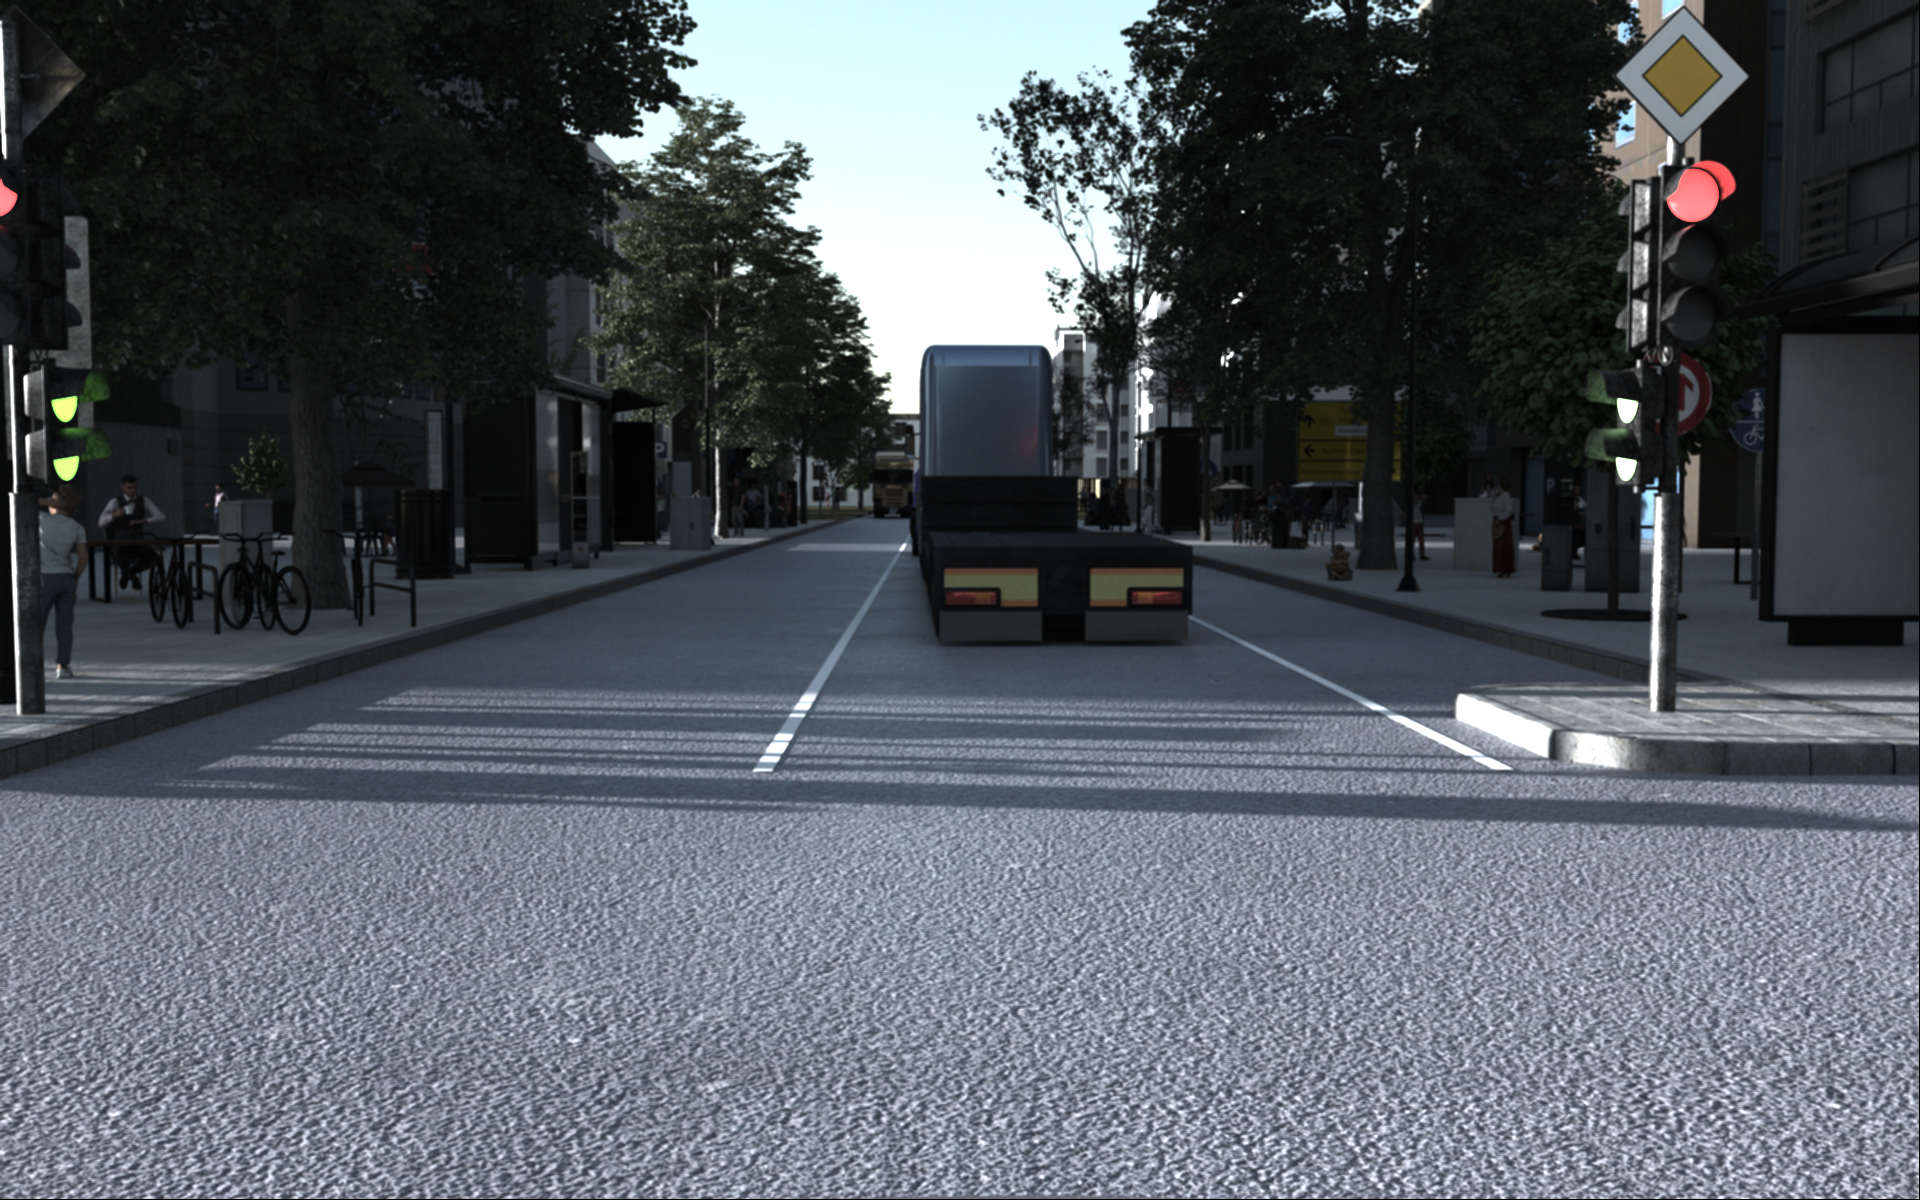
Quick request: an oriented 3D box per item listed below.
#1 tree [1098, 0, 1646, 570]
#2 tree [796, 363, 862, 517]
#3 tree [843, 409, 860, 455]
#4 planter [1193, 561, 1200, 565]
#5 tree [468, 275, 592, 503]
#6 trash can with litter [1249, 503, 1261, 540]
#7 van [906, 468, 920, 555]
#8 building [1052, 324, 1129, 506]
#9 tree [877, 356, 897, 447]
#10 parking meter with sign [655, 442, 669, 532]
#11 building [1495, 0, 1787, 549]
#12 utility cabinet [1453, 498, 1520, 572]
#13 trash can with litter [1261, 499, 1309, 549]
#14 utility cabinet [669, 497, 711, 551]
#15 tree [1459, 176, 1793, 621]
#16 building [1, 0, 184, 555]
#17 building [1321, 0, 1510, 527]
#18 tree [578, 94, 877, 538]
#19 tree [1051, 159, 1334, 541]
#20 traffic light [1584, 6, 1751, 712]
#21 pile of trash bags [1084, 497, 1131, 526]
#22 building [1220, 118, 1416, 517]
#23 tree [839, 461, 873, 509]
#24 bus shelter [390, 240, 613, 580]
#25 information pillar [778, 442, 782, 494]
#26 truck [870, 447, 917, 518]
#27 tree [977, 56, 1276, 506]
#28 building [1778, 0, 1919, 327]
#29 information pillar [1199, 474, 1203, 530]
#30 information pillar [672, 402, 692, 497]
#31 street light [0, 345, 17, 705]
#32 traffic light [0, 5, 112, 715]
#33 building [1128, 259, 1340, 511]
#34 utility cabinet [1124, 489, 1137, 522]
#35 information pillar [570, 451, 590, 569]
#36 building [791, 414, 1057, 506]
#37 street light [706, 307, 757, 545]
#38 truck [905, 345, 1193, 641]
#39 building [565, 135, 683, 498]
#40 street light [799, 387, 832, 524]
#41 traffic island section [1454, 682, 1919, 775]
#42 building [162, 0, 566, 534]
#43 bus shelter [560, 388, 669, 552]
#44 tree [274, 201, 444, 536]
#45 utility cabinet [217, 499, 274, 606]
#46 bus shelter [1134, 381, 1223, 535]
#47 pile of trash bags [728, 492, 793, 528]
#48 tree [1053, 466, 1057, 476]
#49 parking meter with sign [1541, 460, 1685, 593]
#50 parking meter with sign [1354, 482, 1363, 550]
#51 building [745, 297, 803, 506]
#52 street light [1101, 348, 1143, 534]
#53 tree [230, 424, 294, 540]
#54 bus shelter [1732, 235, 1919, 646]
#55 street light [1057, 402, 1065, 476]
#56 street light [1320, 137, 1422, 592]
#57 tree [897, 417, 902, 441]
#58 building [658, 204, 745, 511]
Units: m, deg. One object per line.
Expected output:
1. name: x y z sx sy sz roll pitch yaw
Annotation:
1. tree: 7.241 -7.498 29.255 9.857 13.997 8.962 0 3 0
2. tree: -7.126 -8.877 95.501 4.737 8.622 4.395 0 3 0
3. tree: -8.131 -9.387 103.846 4.360 8.622 3.978 0 3 0
4. planter: 3.837 -0.896 35.788 1.991 0.319 1.994 0 4 -1
5. tree: -14.807 -6.647 59.048 4.737 8.622 4.395 0 3 0
6. trash can with litter: 8.436 -2.271 48.511 0.624 1.170 1.055 -1 4 -19
7. van: -0.222 -2.311 42.177 2.240 2.365 5.245 0 4 -1
8. building: 16.126 -20.281 188.006 11.380 20.091 16.016 0 4 -1
9. tree: -7.110 -10.073 82.821 7.486 12.596 7.792 0 3 0
10. parking meter with sign: -10.151 -3.825 58.803 0.543 3.016 1.738 0 4 -5
11. building: 23.745 -24.213 45.995 14.600 45.320 14.200 0 4 -1
12. utility cabinet: 8.803 -1.088 28.955 1.020 1.237 0.306 3 4 38
13. trash can with litter: 7.762 -1.795 40.732 0.624 1.170 1.055 -3 5 -40
14. utility cabinet: -6.172 -1.739 39.588 1.020 1.237 0.306 2 4 34
15. tree: 6.930 -2.098 18.018 4.285 4.588 4.351 0 3 0
16. building: -25.930 -16.077 34.564 14.160 30.474 14.107 0 4 -1
17. building: 33.152 -23.330 73.328 32.217 40.220 23.993 0 4 -1
18. tree: -7.137 -8.085 50.311 7.486 12.596 7.792 0 3 0
19. tree: 6.407 -6.856 46.504 7.601 10.594 8.767 -3 5 -43
20. traffic light: 4.145 -1.299 10.157 0.839 4.253 0.868 0 4 -1
21. pile of trash bags: 6.641 -3.716 70.513 3.447 1.369 1.912 1 4 17
22. building: 30.261 -16.316 110.736 27.936 21.610 32.646 0 4 -1
23. tree: -8.792 -10.237 151.081 4.285 4.588 4.351 0 3 0
24. bus shelter: -7.947 -3.212 30.151 2.179 5.291 8.768 0 4 -1
25. information pillar: -8.155 -5.333 78.549 0.183 3.616 0.504 0 4 3
26. truck: -4.116 -7.183 106.348 2.839 4.237 11.283 0 4 -3
27. tree: 7.829 -13.230 72.197 12.611 20.169 13.585 0 3 0
28. building: 24.140 -21.108 28.718 14.086 41.232 14.154 0 4 -1
29. information pillar: 8.803 -3.553 62.582 0.304 2.012 0.304 1 4 16
30. information pillar: -7.089 -3.235 44.239 0.504 3.616 0.183 -1 4 -16
31. street light: -5.351 -2.324 10.533 1.470 5.913 1.316 0 4 -1
32. traffic light: -5.415 -1.290 10.011 0.839 4.253 0.868 0 4 -1
33. building: 23.007 -17.667 145.279 16.016 20.091 11.380 0 4 -1
34. utility cabinet: 7.452 -4.216 77.611 1.173 1.500 0.318 -1 4 -23
35. information pillar: -6.566 -1.555 29.916 0.304 2.012 0.304 -1 4 -13
36. building: -3.557 -14.861 185.120 28.070 9.664 9.099 0 4 -1
37. street light: -5.749 -4.321 43.193 1.470 5.913 1.316 0 4 -1
38. truck: 0.674 -2.185 25.478 2.967 4.110 18.799 0 4 -2
39. building: -26.849 -14.348 101.044 16.747 18.905 31.486 0 4 -1
40. street light: -6.242 -6.263 74.945 1.470 5.913 1.316 0 4 -1
41. traffic island section: 4.185 0.735 10.272 2.009 0.180 2.903 0 4 -1
42. building: -29.215 -32.156 67.756 21.231 58.520 28.212 0 4 -1
43. bus shelter: -8.292 -3.074 41.537 1.731 3.624 6.357 0 4 -1
44. tree: -14.121 -5.516 40.553 4.360 8.622 3.978 0 3 0
45. utility cabinet: -8.409 -0.565 20.406 0.306 1.237 1.020 0 4 -3
46. bus shelter: 7.099 -4.927 58.186 2.179 5.291 8.768 0 4 -1
47. pile of trash bags: -7.414 -3.454 66.227 1.912 1.369 3.447 2 4 24
48. tree: 5.172 -6.646 103.261 1.663 3.219 1.824 0 3 0
49. parking meter with sign: 8.550 -1.614 22.656 1.738 3.016 0.543 1 4 21
50. parking meter with sign: 9.460 -2.656 39.679 0.543 3.016 1.738 0 4 -4
51. building: -34.530 -21.355 193.130 32.646 21.610 27.936 0 4 -1
52. street light: 5.047 -4.983 54.015 1.470 5.913 1.316 0 4 -1
53. tree: -19.515 -3.293 48.440 1.663 3.219 1.824 0 3 0
54. bus shelter: 7.598 -1.110 12.074 2.014 3.302 5.546 0 4 -1
55. street light: 4.571 -6.898 85.317 1.470 5.913 1.316 0 4 -1
56. street light: 5.388 -3.069 22.712 1.470 5.913 1.316 0 4 -1
57. tree: -8.397 -13.722 142.474 7.486 12.596 7.792 0 3 0
58. building: -35.093 -17.870 136.147 32.646 21.610 27.936 0 4 -1
